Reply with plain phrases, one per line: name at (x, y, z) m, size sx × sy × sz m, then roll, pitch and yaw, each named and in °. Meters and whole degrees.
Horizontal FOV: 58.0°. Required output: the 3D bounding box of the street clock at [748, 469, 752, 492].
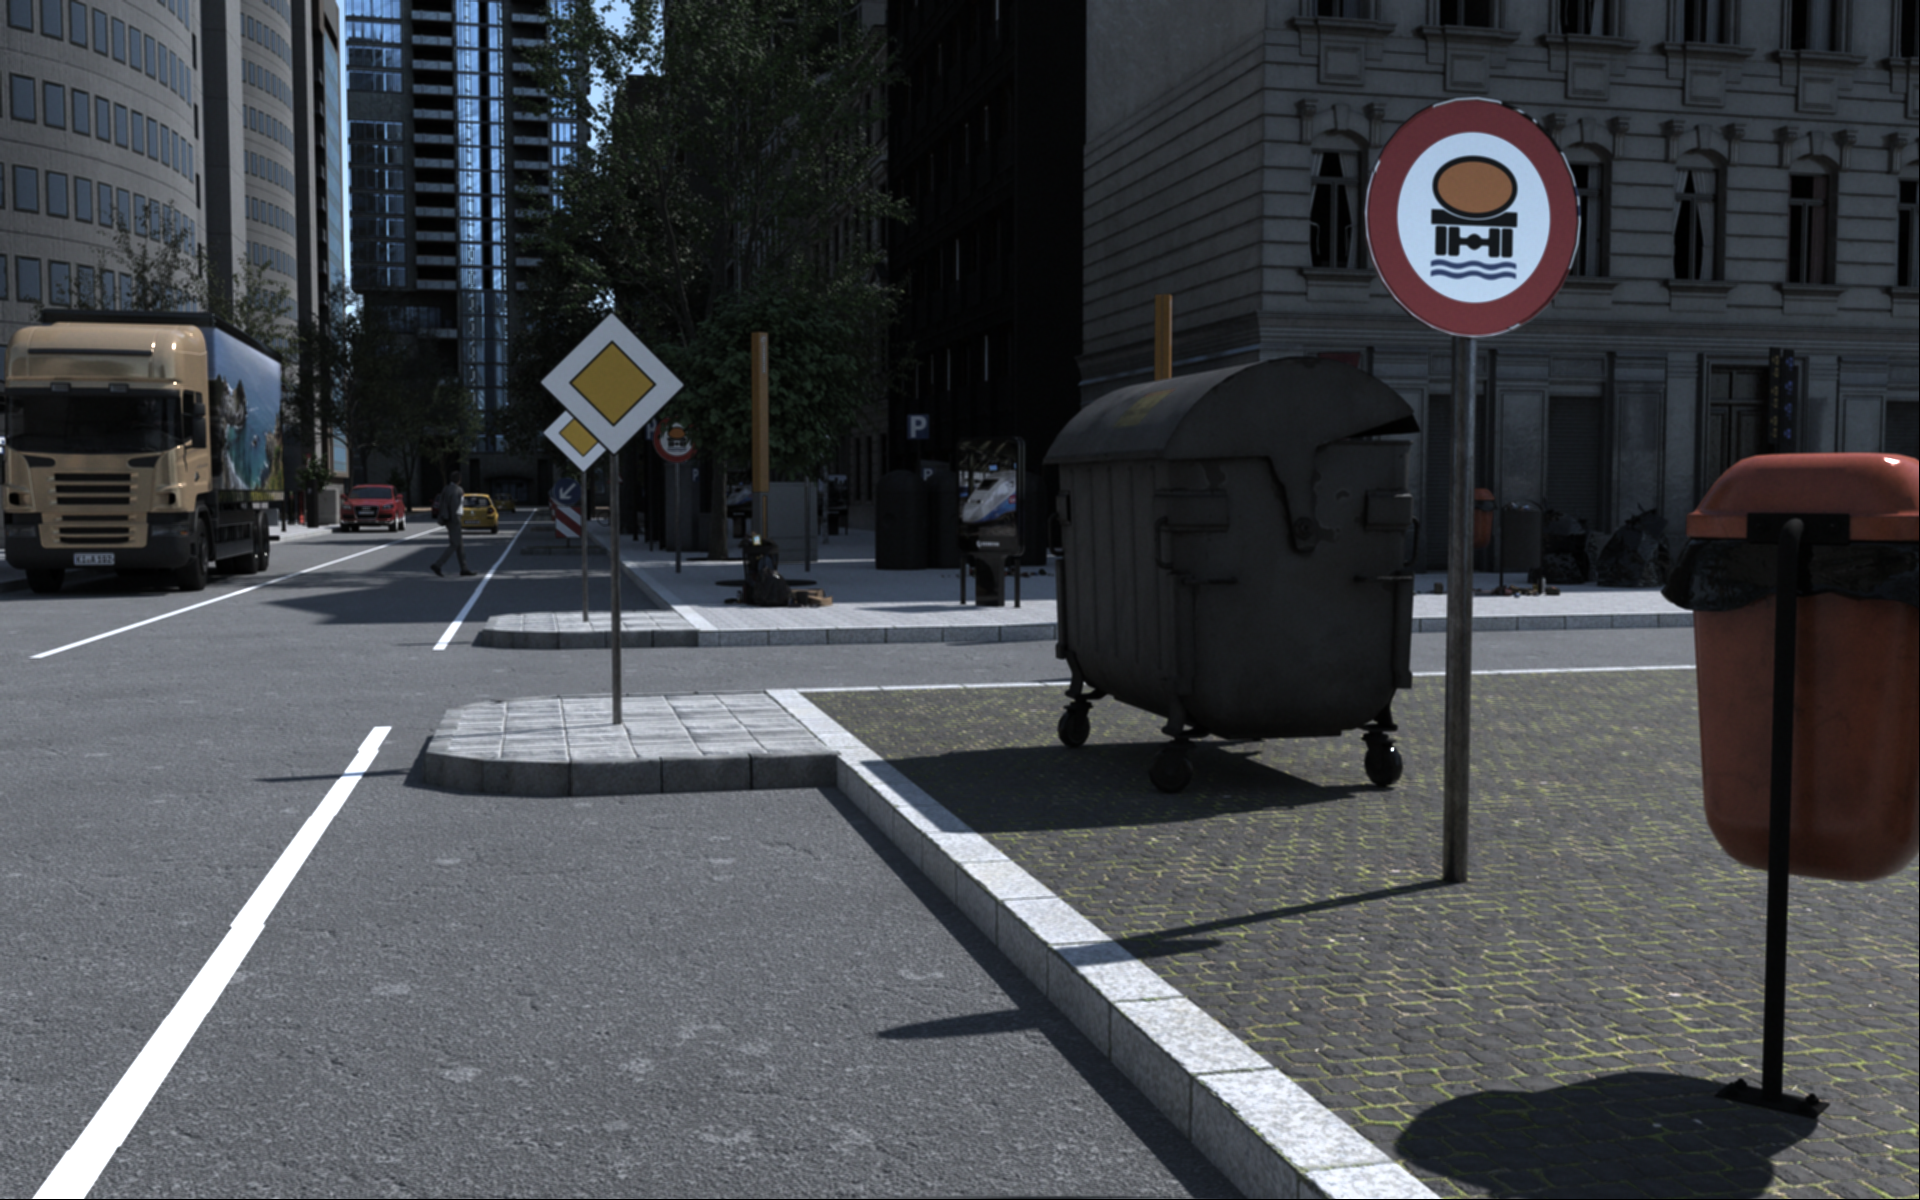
street clock at (-4.802, -2.247, 41.312) m, size 0.471 × 2.002 × 0.358 m, roll -2°, pitch 4°, yaw -35°

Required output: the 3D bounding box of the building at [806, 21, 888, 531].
building at (0.150, -12.337, 66.342) m, size 10.561 × 19.102 × 19.286 m, roll -1°, pitch 4°, yaw -13°

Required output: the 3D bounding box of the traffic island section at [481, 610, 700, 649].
traffic island section at (-3.749, 0.296, 17.441) m, size 2.009 × 0.180 × 2.903 m, roll -1°, pitch 4°, yaw -13°

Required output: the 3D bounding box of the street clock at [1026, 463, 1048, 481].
street clock at (1.800, -2.203, 40.584) m, size 0.471 × 2.002 × 0.358 m, roll 1°, pitch 4°, yaw 19°

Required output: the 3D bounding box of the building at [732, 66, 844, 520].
building at (-5.275, -14.419, 84.897) m, size 9.793 × 20.994 × 18.267 m, roll -1°, pitch 4°, yaw -13°

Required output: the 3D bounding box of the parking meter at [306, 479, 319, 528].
parking meter at (-24.676, -3.686, 65.974) m, size 0.399 × 1.863 × 0.255 m, roll 2°, pitch 4°, yaw 25°

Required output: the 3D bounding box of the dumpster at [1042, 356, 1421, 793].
dumpster at (1.237, -0.147, 8.167) m, size 1.264 × 1.857 × 1.865 m, roll -1°, pitch 4°, yaw -14°

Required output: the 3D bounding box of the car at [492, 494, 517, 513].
car at (-34.716, -7.431, 131.728) m, size 2.015 × 1.641 × 3.980 m, roll -1°, pitch 4°, yaw -13°

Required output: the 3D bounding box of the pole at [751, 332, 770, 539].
pole at (-2.524, -1.717, 21.922) m, size 0.158 × 3.312 × 0.155 m, roll 0°, pitch 3°, yaw 0°

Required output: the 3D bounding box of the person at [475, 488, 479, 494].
person at (-32.519, -6.618, 116.788) m, size 0.705 × 1.814 × 1.350 m, roll 1°, pitch 4°, yaw 9°

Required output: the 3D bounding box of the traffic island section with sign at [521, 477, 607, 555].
traffic island section with sign at (-9.518, -2.012, 41.523) m, size 1.989 × 1.847 × 2.006 m, roll -1°, pitch 4°, yaw -13°

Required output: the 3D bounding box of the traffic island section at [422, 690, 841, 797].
traffic island section at (-1.893, 0.771, 9.673) m, size 2.009 × 0.180 × 2.903 m, roll -1°, pitch 4°, yaw -13°

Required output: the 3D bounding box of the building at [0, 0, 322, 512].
building at (-58.058, -35.420, 121.113) m, size 21.231 × 58.520 × 28.212 m, roll -1°, pitch 4°, yaw -13°

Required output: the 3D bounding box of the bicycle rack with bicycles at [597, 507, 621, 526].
bicycle rack with bicycles at (-13.176, -3.502, 70.640) m, size 2.925 × 0.926 × 2.852 m, roll 0°, pitch 4°, yaw -4°

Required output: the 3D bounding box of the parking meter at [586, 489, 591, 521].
parking meter at (-18.120, -4.628, 84.081) m, size 0.372 × 1.533 × 0.369 m, roll 0°, pitch 3°, yaw 0°

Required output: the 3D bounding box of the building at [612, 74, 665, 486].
building at (-30.401, -32.999, 189.647) m, size 14.200 × 45.320 × 14.600 m, roll -1°, pitch 4°, yaw -13°

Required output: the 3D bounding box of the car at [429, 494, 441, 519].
car at (-30.166, -5.690, 102.077) m, size 2.155 × 1.783 × 4.494 m, roll -1°, pitch 4°, yaw -15°

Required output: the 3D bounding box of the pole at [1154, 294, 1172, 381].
pole at (2.083, -1.466, 17.814) m, size 0.158 × 3.312 × 0.155 m, roll 0°, pitch 3°, yaw 0°

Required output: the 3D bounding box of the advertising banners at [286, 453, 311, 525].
advertising banners at (-27.917, -4.714, 73.270) m, size 0.090 × 3.025 × 2.074 m, roll 1°, pitch 4°, yaw 9°

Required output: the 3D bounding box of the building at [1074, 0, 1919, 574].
building at (12.218, -11.249, 33.067) m, size 18.267 × 20.994 × 9.793 m, roll -1°, pitch 4°, yaw -13°

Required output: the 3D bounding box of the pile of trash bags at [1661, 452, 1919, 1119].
pile of trash bags at (2.927, 0.421, 2.870) m, size 3.447 × 1.369 × 1.912 m, roll 3°, pitch 5°, yaw 41°

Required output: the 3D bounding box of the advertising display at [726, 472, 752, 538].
advertising display at (-6.382, -2.744, 50.074) m, size 0.974 × 1.923 × 0.123 m, roll 1°, pitch 4°, yaw 21°

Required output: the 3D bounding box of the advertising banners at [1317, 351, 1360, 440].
advertising banners at (3.887, -1.546, 21.469) m, size 2.074 × 3.025 × 0.090 m, roll 0°, pitch 4°, yaw 8°

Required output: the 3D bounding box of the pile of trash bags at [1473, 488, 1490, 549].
pile of trash bags at (8.758, -0.953, 25.338) m, size 1.912 × 1.369 × 3.447 m, roll -3°, pitch 5°, yaw -41°

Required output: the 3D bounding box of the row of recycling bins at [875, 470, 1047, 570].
row of recycling bins at (0.103, -1.421, 30.345) m, size 3.534 × 1.692 × 1.069 m, roll -3°, pitch 4°, yaw -38°

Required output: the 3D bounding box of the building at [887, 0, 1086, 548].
building at (5.486, -13.443, 49.463) m, size 12.332 × 23.373 × 15.834 m, roll -1°, pitch 4°, yaw -13°

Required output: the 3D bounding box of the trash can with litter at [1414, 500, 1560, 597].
trash can with litter at (6.788, -0.685, 22.250) m, size 2.233 × 1.210 × 1.678 m, roll 0°, pitch 4°, yaw -1°

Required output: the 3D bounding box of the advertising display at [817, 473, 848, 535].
advertising display at (-3.978, -2.988, 54.068) m, size 0.974 × 1.923 × 0.123 m, roll 0°, pitch 4°, yaw -8°

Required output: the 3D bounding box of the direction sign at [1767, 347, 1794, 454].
direction sign at (12.782, -2.143, 27.038) m, size 0.876 × 3.537 × 0.379 m, roll -3°, pitch 5°, yaw -43°

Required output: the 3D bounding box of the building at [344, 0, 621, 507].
building at (-53.319, -53.480, 187.064) m, size 31.000 × 86.520 × 22.319 m, roll -1°, pitch 4°, yaw -13°

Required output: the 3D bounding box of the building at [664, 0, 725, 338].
building at (-11.511, -31.299, 135.440) m, size 21.300 × 48.544 × 21.600 m, roll -1°, pitch 4°, yaw -13°

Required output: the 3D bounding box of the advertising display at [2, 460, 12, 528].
advertising display at (-18.109, -1.726, 33.431) m, size 0.123 × 1.923 × 0.974 m, roll 0°, pitch 4°, yaw 4°

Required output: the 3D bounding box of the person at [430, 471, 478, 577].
person at (-8.778, -1.312, 30.045) m, size 0.850 × 1.850 × 0.679 m, roll -2°, pitch 4°, yaw -33°

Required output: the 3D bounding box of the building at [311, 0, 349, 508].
building at (-59.161, -30.153, 143.106) m, size 14.200 × 45.320 × 14.600 m, roll -1°, pitch 4°, yaw -13°

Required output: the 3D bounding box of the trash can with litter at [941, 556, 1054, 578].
trash can with litter at (0.896, -0.979, 27.072) m, size 2.233 × 1.210 × 1.678 m, roll 0°, pitch 4°, yaw 8°

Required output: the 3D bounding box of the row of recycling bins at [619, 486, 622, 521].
row of recycling bins at (-14.925, -4.452, 79.899) m, size 1.069 × 1.692 × 3.534 m, roll 1°, pitch 4°, yaw 13°

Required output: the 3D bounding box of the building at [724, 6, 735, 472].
building at (-6.515, -41.314, 113.729) m, size 20.563 × 71.187 × 20.611 m, roll -1°, pitch 4°, yaw -13°

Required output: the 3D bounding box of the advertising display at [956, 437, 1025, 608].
advertising display at (0.344, -0.892, 19.800) m, size 0.974 × 1.923 × 0.123 m, roll 3°, pitch 5°, yaw 44°
